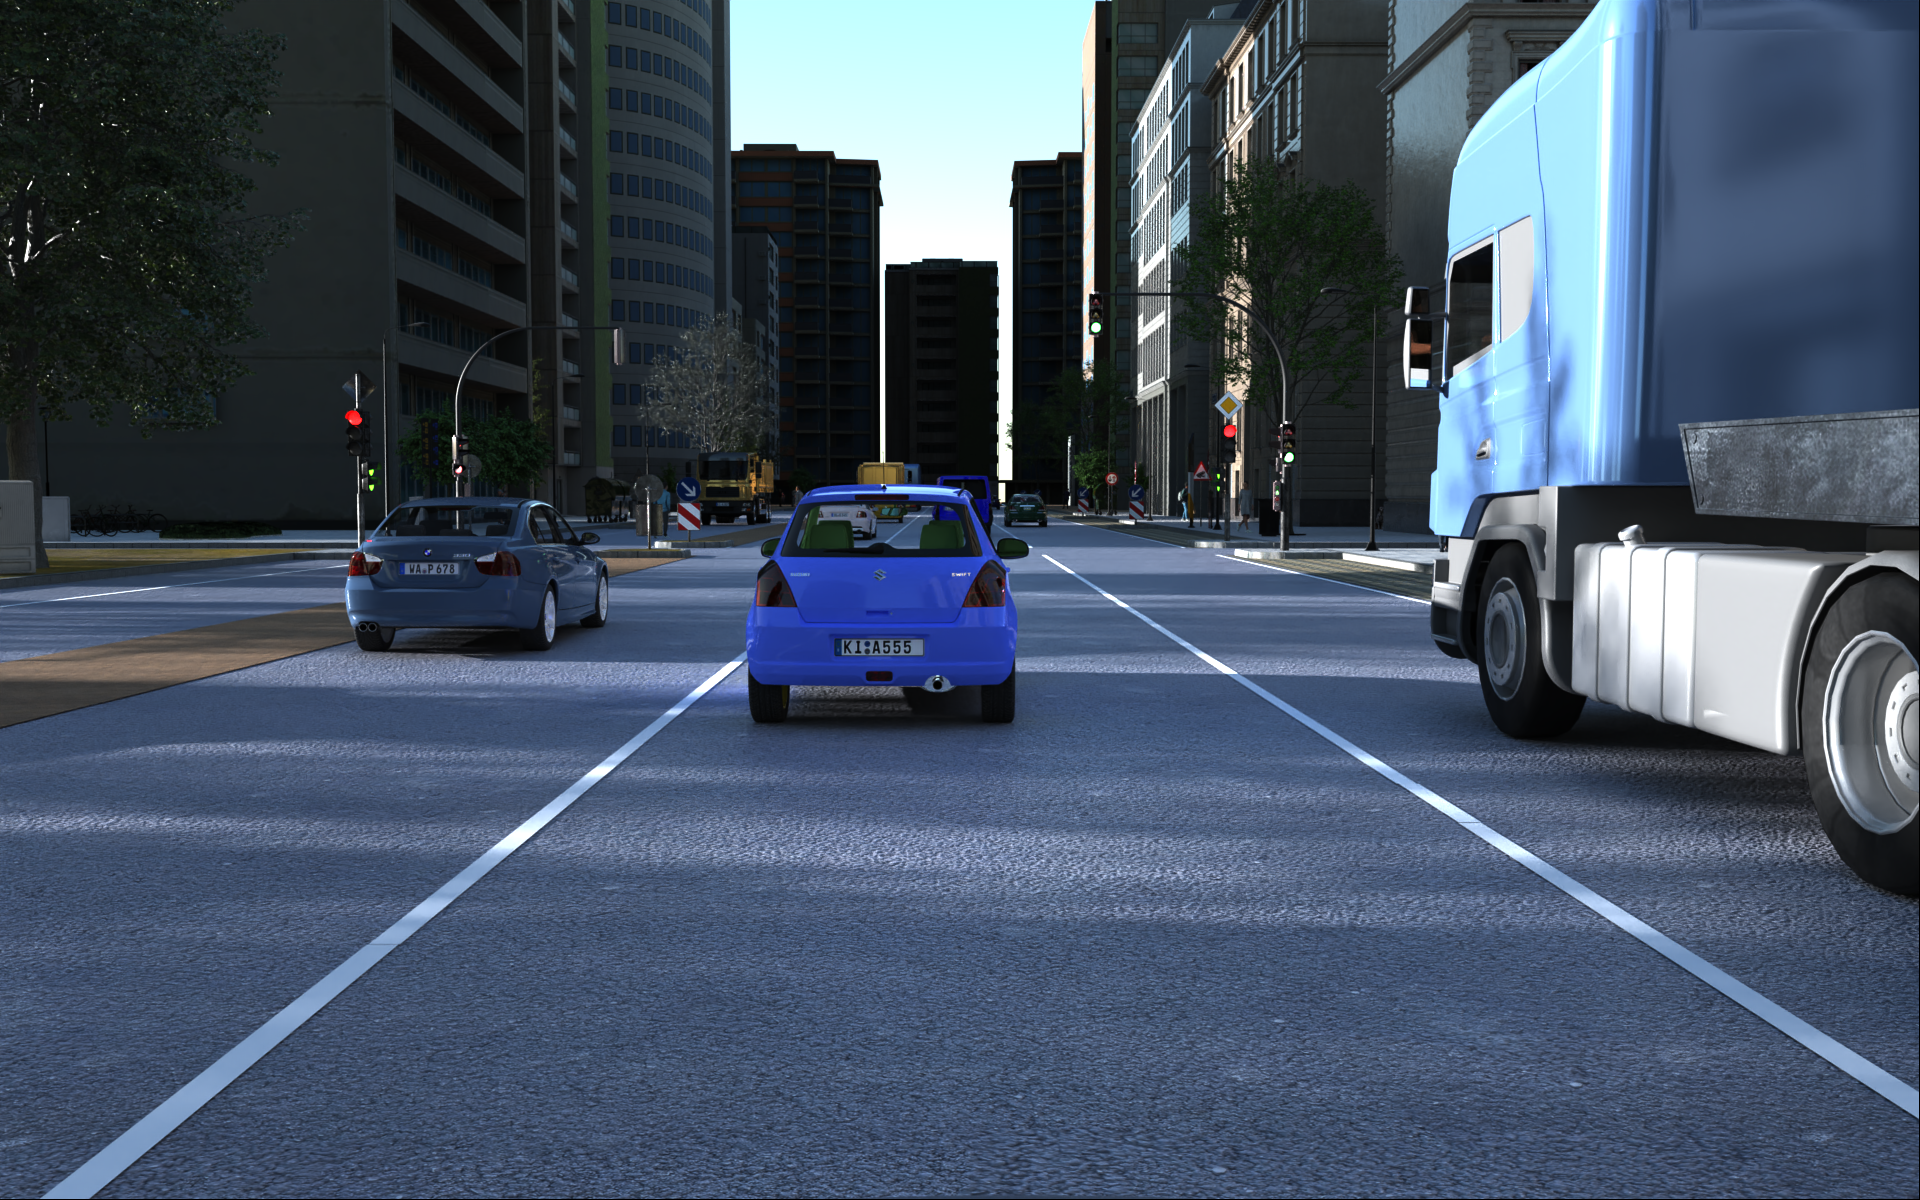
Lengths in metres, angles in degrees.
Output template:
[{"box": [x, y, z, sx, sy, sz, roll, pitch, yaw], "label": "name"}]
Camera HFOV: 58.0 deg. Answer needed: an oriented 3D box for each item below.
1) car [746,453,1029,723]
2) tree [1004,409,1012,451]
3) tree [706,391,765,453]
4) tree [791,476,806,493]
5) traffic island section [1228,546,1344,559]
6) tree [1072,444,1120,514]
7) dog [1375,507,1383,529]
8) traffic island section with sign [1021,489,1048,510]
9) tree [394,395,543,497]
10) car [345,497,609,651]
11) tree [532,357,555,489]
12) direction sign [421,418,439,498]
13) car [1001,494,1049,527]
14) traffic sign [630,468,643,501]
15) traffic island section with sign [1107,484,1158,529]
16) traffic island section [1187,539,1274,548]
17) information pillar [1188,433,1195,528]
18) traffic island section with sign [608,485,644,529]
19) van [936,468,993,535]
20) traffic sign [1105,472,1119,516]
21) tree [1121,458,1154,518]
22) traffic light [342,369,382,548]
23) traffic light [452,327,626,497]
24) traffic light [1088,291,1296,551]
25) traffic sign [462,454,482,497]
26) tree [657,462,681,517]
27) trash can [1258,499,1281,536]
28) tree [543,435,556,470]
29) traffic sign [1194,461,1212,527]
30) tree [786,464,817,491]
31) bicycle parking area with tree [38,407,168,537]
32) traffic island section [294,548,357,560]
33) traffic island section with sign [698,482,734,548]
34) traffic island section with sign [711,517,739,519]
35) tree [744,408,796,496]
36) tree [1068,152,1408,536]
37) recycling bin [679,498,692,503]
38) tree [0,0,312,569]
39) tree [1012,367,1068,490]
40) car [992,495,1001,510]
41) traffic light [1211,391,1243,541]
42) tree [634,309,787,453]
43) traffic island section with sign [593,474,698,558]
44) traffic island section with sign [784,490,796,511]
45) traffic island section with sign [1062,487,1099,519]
[{"box": [-0.474, -0.157, 12.159, 1.945, 1.707, 3.694, 0, 4, 0], "label": "car"}, {"box": [8.316, -15.982, 187.057, 9.928, 11.665, 9.643, 0, 3, 0], "label": "tree"}, {"box": [-16.049, -10.632, 124.188, 4.737, 8.622, 4.395, 0, 3, 0], "label": "tree"}, {"box": [-16.882, -11.430, 181.484, 1.663, 3.219, 1.824, 0, 3, 0], "label": "tree"}, {"box": [7.385, -1.044, 39.356, 2.009, 0.180, 2.903, 0, 4, 0], "label": "traffic island section"}, {"box": [8.984, -7.972, 114.063, 4.285, 4.588, 4.351, 0, 3, 0], "label": "tree"}, {"box": [15.325, -2.971, 62.963, 0.513, 0.831, 0.800, 3, 4, 38], "label": "dog"}, {"box": [6.540, -8.591, 149.093, 1.989, 1.847, 2.006, 0, 4, 0], "label": "traffic island section with sign"}, {"box": [-17.047, -4.519, 57.594, 4.285, 4.588, 4.351, 0, 3, 0], "label": "tree"}, {"box": [-4.656, -0.313, 17.126, 2.014, 1.417, 4.499, 0, 4, -2], "label": "car"}, {"box": [-22.408, -8.404, 87.767, 4.737, 8.622, 4.395, 0, 3, 0], "label": "tree"}, {"box": [-15.854, -3.662, 51.874, 0.379, 3.537, 0.876, 1, 4, 14], "label": "direction sign"}, {"box": [2.908, -3.987, 76.981, 2.131, 1.459, 4.920, 0, 3, 0], "label": "car"}, {"box": [-15.868, -5.238, 85.639, 0.884, 2.594, 0.081, 0, 4, 4], "label": "traffic sign"}, {"box": [7.134, -3.872, 71.939, 1.989, 1.847, 2.006, 0, 4, 0], "label": "traffic island section with sign"}, {"box": [7.323, -1.533, 47.341, 2.009, 0.180, 2.903, 0, 4, 0], "label": "traffic island section"}, {"box": [8.787, -4.557, 65.854, 0.183, 3.616, 0.504, 2, 4, 24], "label": "information pillar"}, {"box": [-13.478, -3.885, 72.142, 1.989, 1.847, 2.006, 0, 4, 0], "label": "traffic island section with sign"}, {"box": [0.042, -3.400, 59.980, 2.240, 2.365, 5.245, 0, 4, -2], "label": "van"}, {"box": [8.858, -6.170, 100.978, 0.768, 2.556, 0.104, 0, 4, 3], "label": "traffic sign"}, {"box": [9.753, -6.053, 93.570, 1.663, 3.219, 1.824, 0, 3, 0], "label": "tree"}, {"box": [-13.516, -3.067, 39.065, 0.839, 4.253, 0.868, 0, 4, 0], "label": "traffic light"}, {"box": [-11.487, -4.430, 47.101, 4.771, 5.953, 1.251, 0, 4, 0], "label": "traffic light"}, {"box": [5.253, -3.940, 39.085, 4.771, 5.953, 1.251, 0, 4, 0], "label": "traffic light"}, {"box": [-15.641, -3.372, 55.241, 0.768, 2.556, 0.104, 0, 4, 2], "label": "traffic sign"}, {"box": [-16.008, -6.200, 95.973, 1.663, 3.219, 1.824, 0, 3, 0], "label": "tree"}, {"box": [9.382, -2.501, 52.547, 0.748, 1.137, 0.748, 0, 3, 0], "label": "trash can"}, {"box": [-16.707, -4.917, 64.106, 4.285, 4.588, 4.351, 0, 3, 0], "label": "tree"}, {"box": [9.507, -4.177, 68.297, 0.884, 2.594, 0.081, 0, 4, 7], "label": "traffic sign"}, {"box": [-17.374, -12.561, 189.084, 4.285, 4.588, 4.351, 0, 3, 0], "label": "tree"}, {"box": [-29.617, -4.142, 54.719, 9.016, 4.147, 8.231, 0, 4, 4], "label": "bicycle parking area with tree"}, {"box": [-13.556, -1.035, 39.200, 2.009, 0.180, 2.903, 0, 4, 0], "label": "traffic island section"}, {"box": [-7.240, -2.370, 46.890, 2.006, 1.907, 1.989, 0, 4, 0], "label": "traffic island section with sign"}, {"box": [-13.693, -5.533, 99.096, 1.989, 1.847, 2.006, 0, 4, 0], "label": "traffic island section with sign"}, {"box": [-16.124, -11.852, 144.149, 4.360, 8.622, 3.978, 0, 3, 0], "label": "tree"}, {"box": [10.035, -7.822, 53.640, 9.928, 11.665, 9.643, 0, 3, 0], "label": "tree"}, {"box": [-15.945, -5.394, 100.742, 0.722, 1.027, 0.722, -1, 4, -10], "label": "recycling bin"}, {"box": [-16.256, -7.515, 29.530, 9.857, 13.997, 8.962, 0, 3, 0], "label": "tree"}, {"box": [9.570, -12.540, 130.778, 9.928, 11.665, 9.643, 0, 3, 0], "label": "tree"}, {"box": [2.828, -9.061, 160.734, 1.945, 1.354, 3.894, 0, 4, 0], "label": "car"}, {"box": [7.283, -3.566, 47.227, 0.839, 4.253, 0.868, 0, 4, 0], "label": "traffic light"}, {"box": [-16.513, -12.520, 115.080, 12.009, 13.543, 11.850, 0, 3, 0], "label": "tree"}, {"box": [-7.193, -1.917, 39.483, 2.006, 1.907, 1.989, 0, 4, 0], "label": "traffic island section with sign"}, {"box": [-14.076, -8.582, 148.943, 1.989, 1.847, 2.006, 0, 4, 0], "label": "traffic island section with sign"}, {"box": [6.918, -5.566, 99.636, 1.989, 1.847, 2.006, 0, 4, 0], "label": "traffic island section with sign"}]
